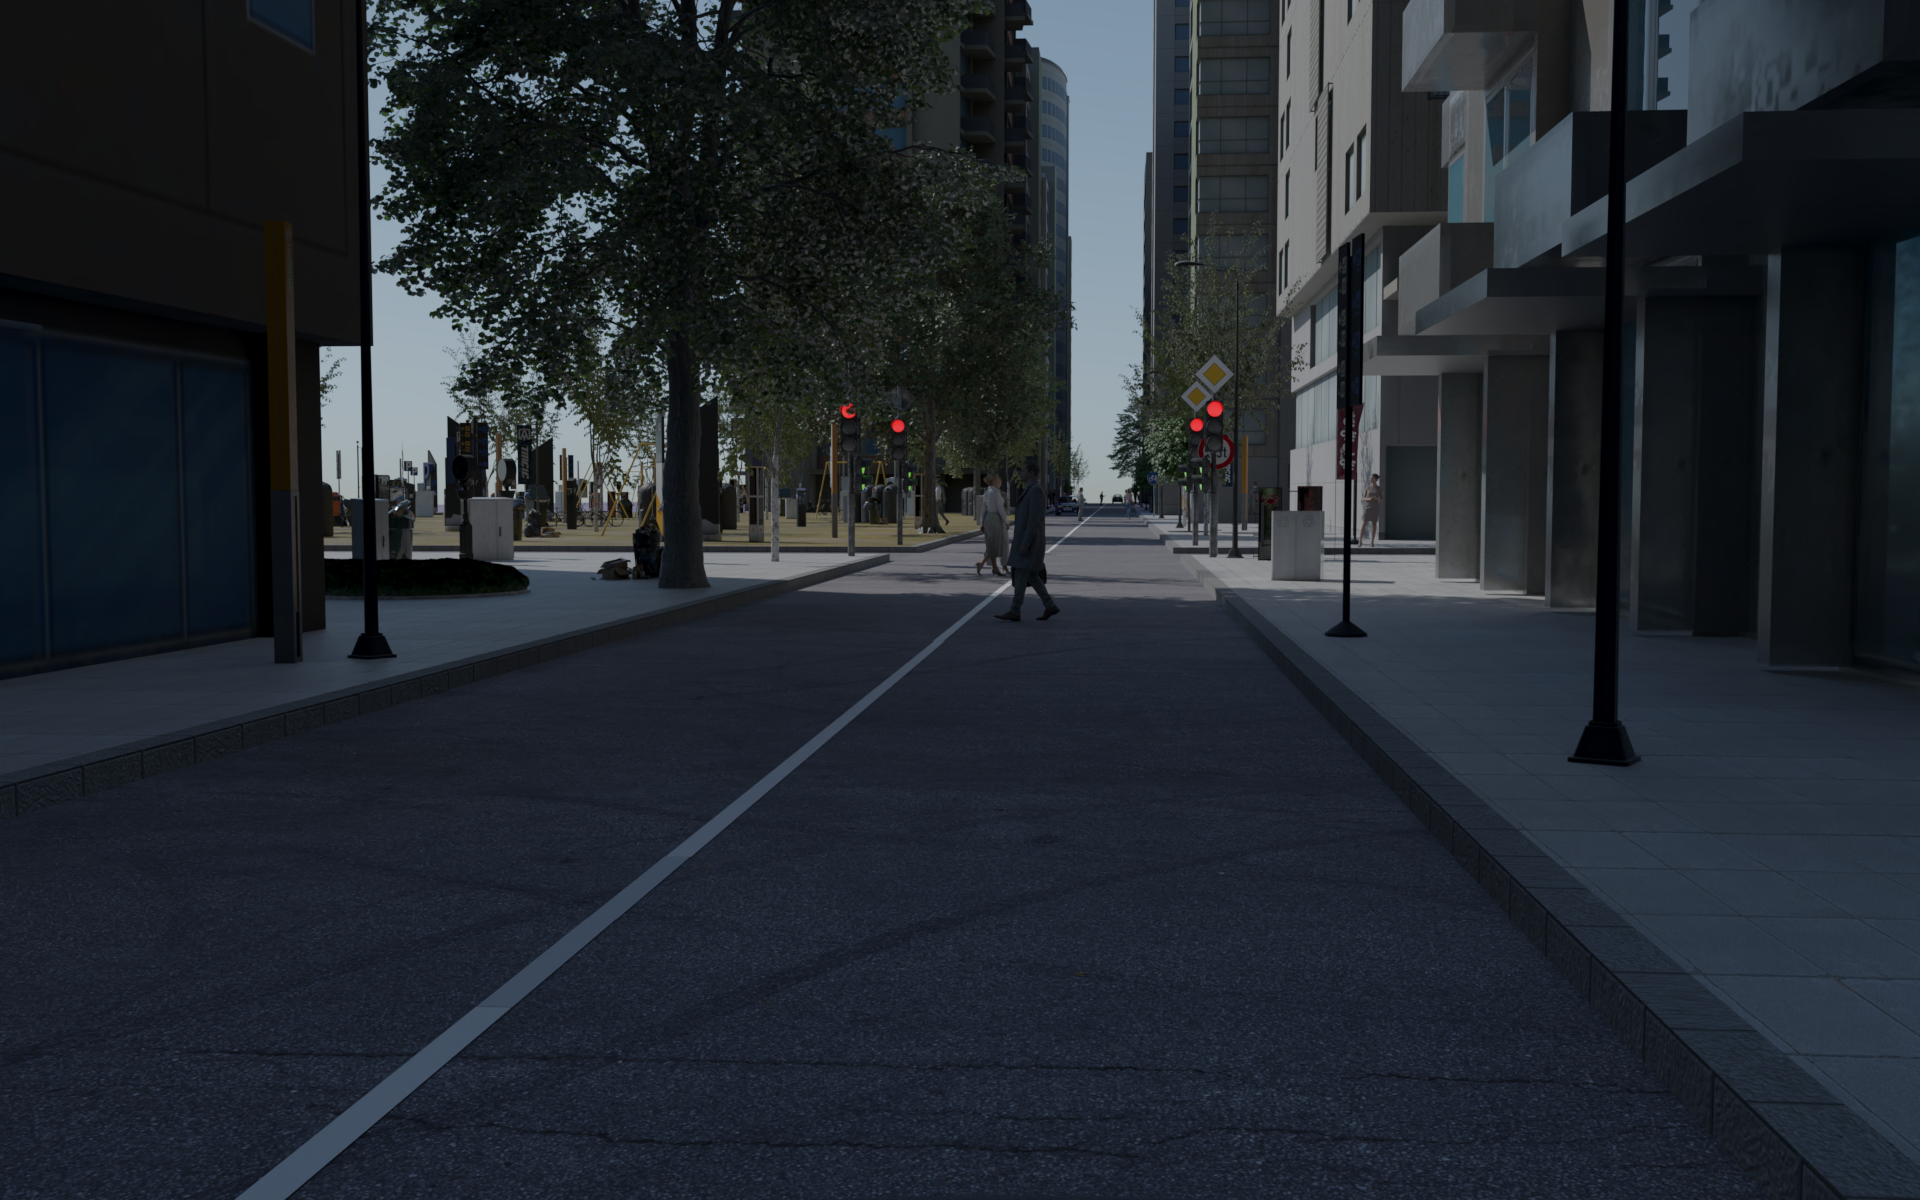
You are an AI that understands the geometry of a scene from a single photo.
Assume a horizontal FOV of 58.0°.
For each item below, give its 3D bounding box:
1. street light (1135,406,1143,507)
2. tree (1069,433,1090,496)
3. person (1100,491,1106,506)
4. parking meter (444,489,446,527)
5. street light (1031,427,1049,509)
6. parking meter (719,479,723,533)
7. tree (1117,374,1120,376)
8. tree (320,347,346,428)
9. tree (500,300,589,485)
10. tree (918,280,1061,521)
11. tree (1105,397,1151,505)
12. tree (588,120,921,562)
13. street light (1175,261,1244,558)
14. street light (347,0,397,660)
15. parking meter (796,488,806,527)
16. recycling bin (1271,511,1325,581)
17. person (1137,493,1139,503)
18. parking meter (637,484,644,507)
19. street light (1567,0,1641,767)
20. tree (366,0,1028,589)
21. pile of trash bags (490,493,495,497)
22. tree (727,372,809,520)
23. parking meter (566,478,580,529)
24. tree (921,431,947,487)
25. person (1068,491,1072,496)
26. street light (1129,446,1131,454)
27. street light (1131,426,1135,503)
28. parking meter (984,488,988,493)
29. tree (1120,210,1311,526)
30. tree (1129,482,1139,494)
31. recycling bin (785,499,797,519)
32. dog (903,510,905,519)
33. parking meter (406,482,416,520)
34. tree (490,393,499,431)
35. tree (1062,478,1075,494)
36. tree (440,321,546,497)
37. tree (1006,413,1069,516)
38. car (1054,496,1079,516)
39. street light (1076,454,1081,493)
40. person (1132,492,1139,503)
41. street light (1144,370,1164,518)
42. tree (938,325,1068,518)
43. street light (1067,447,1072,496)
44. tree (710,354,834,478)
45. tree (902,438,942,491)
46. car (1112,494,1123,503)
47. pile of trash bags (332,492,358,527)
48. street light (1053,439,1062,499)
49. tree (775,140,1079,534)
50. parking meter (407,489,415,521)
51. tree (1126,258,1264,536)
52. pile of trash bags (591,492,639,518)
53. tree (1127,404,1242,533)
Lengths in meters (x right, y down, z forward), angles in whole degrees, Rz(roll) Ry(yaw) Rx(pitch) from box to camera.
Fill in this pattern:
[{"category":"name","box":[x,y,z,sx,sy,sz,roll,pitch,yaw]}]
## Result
[{"category":"street light","box":[10.118,-7.271,91.423,1.470,5.913,1.316,0,4,5]},{"category":"tree","box":[11.543,-14.911,194.164,4.737,8.622,4.395,0,3,0]},{"category":"person","box":[17.577,-12.467,212.865,0.750,1.759,0.617,-1,4,-17]},{"category":"parking meter","box":[-19.963,-3.625,67.672,0.372,1.533,0.369,0,3,0]},{"category":"street light","box":[5.492,-9.022,120.057,1.470,5.913,1.316,0,4,5]},{"category":"parking meter","box":[-8.011,-3.142,57.087,0.255,1.863,0.399,-3,4,-36]},{"category":"tree","box":[8.711,-7.238,68.700,4.360,8.622,3.978,0,3,0]},{"category":"tree","box":[-23.485,-6.664,59.316,4.737,8.622,4.395,0,3,0]},{"category":"tree","box":[-12.112,-6.611,58.445,4.737,8.622,4.395,0,3,0]},{"category":"tree","box":[0.944,-10.086,83.026,7.486,12.596,7.792,0,3,0]},{"category":"tree","box":[20.865,-17.388,202.415,7.486,12.596,7.792,0,3,0]},{"category":"tree","box":[-3.753,-5.038,32.729,4.737,8.622,4.395,0,3,0]},{"category":"street light","box":[4.976,-3.796,34.607,1.470,5.913,1.316,0,4,5]},{"category":"street light","box":[-4.075,-2.496,13.356,1.470,5.913,1.316,0,4,5]},{"category":"parking meter","box":[-6.209,-3.630,67.765,0.372,1.533,0.369,0,3,0]},{"category":"recycling bin","box":[5.052,-0.815,25.884,0.722,1.027,0.722,1,4,16]},{"category":"person","box":[26.534,-15.202,257.854,1.065,1.426,0.557,-2,4,-34]},{"category":"parking meter","box":[-17.994,-5.632,97.792,0.399,1.863,0.255,-2,4,-33]},{"category":"street light","box":[2.558,-2.181,8.201,1.470,5.913,1.316,0,4,5]},{"category":"tree","box":[-3.784,-7.149,23.536,9.857,13.997,8.962,0,3,0]},{"category":"pile of trash bags","box":[-32.601,-6.714,119.528,1.912,1.369,3.447,0,4,3]},{"category":"tree","box":[-9.407,-8.313,86.273,4.360,8.622,3.978,0,3,0]},{"category":"parking meter","box":[-14.087,-3.493,62.817,0.255,1.863,0.399,1,4,10]},{"category":"tree","box":[-2.369,-9.568,106.806,4.737,8.622,4.395,0,3,0]},{"category":"person","box":[13.454,-12.450,211.068,0.415,1.643,0.593,3,5,42]},{"category":"street light","box":[14.598,-10.280,140.626,1.470,5.913,1.316,0,4,5]},{"category":"street light","box":[12.537,-8.882,117.765,1.470,5.913,1.316,0,4,5]},{"category":"parking meter","box":[1.257,-4.162,76.463,0.372,1.533,0.369,0,3,0]},{"category":"tree","box":[7.001,-5.846,45.942,4.360,8.622,3.978,0,3,0]},{"category":"tree","box":[27.116,-16.897,270.872,1.663,3.219,1.824,0,3,0]},{"category":"recycling bin","box":[-8.617,-4.688,89.208,0.722,1.027,0.722,0,4,-8]},{"category":"dog","box":[-2.920,-4.368,88.240,0.406,0.507,0.540,-3,5,-43]},{"category":"parking meter","box":[-27.564,-4.972,87.005,0.399,1.863,0.255,1,4,11]},{"category":"tree","box":[-22.743,-8.596,90.908,4.737,8.622,4.395,0,3,0]},{"category":"tree","box":[13.339,-13.381,213.381,1.663,3.219,1.824,0,3,0]},{"category":"tree","box":[-20.113,-7.579,74.280,4.360,8.622,3.978,0,3,0]},{"category":"tree","box":[3.095,-9.283,102.140,4.737,8.622,4.395,0,3,0]},{"category":"car","box":[7.336,-6.362,116.602,1.945,1.354,3.894,0,4,6]},{"category":"street light","box":[13.164,-14.076,202.686,1.470,5.913,1.316,0,4,5]},{"category":"person","box":[24.238,-14.252,239.159,1.348,1.812,0.705,3,5,43]},{"category":"street light","box":[7.740,-5.660,65.078,1.470,5.913,1.316,0,4,5]},{"category":"tree","box":[1.811,-10.268,93.640,9.928,11.665,9.643,0,3,0]},{"category":"street light","box":[10.468,-12.244,172.728,1.470,5.913,1.316,0,4,5]},{"category":"tree","box":[-9.958,-9.722,93.362,8.767,10.594,7.601,1,4,12]},{"category":"tree","box":[-2.963,-9.932,112.754,4.360,8.622,3.978,0,3,0]},{"category":"car","box":[24.244,-15.699,266.464,2.009,1.686,4.222,0,4,5]},{"category":"pile of trash bags","box":[-24.296,-3.588,68.420,1.912,1.369,3.447,0,4,-6]},{"category":"street light","box":[7.965,-10.633,146.394,1.470,5.913,1.316,0,4,5]},{"category":"tree","box":[-0.972,-8.516,56.251,9.611,12.733,9.660,0,3,0]},{"category":"parking meter","box":[-25.882,-4.478,81.628,0.372,1.533,0.369,0,3,0]},{"category":"tree","box":[7.343,-6.277,52.997,4.737,8.622,4.395,0,3,0]},{"category":"pile of trash bags","box":[-18.101,-5.088,92.948,3.447,1.369,1.912,0,4,3]},{"category":"tree","box":[7.811,-4.563,58.327,4.285,4.588,4.351,0,3,0]}]
